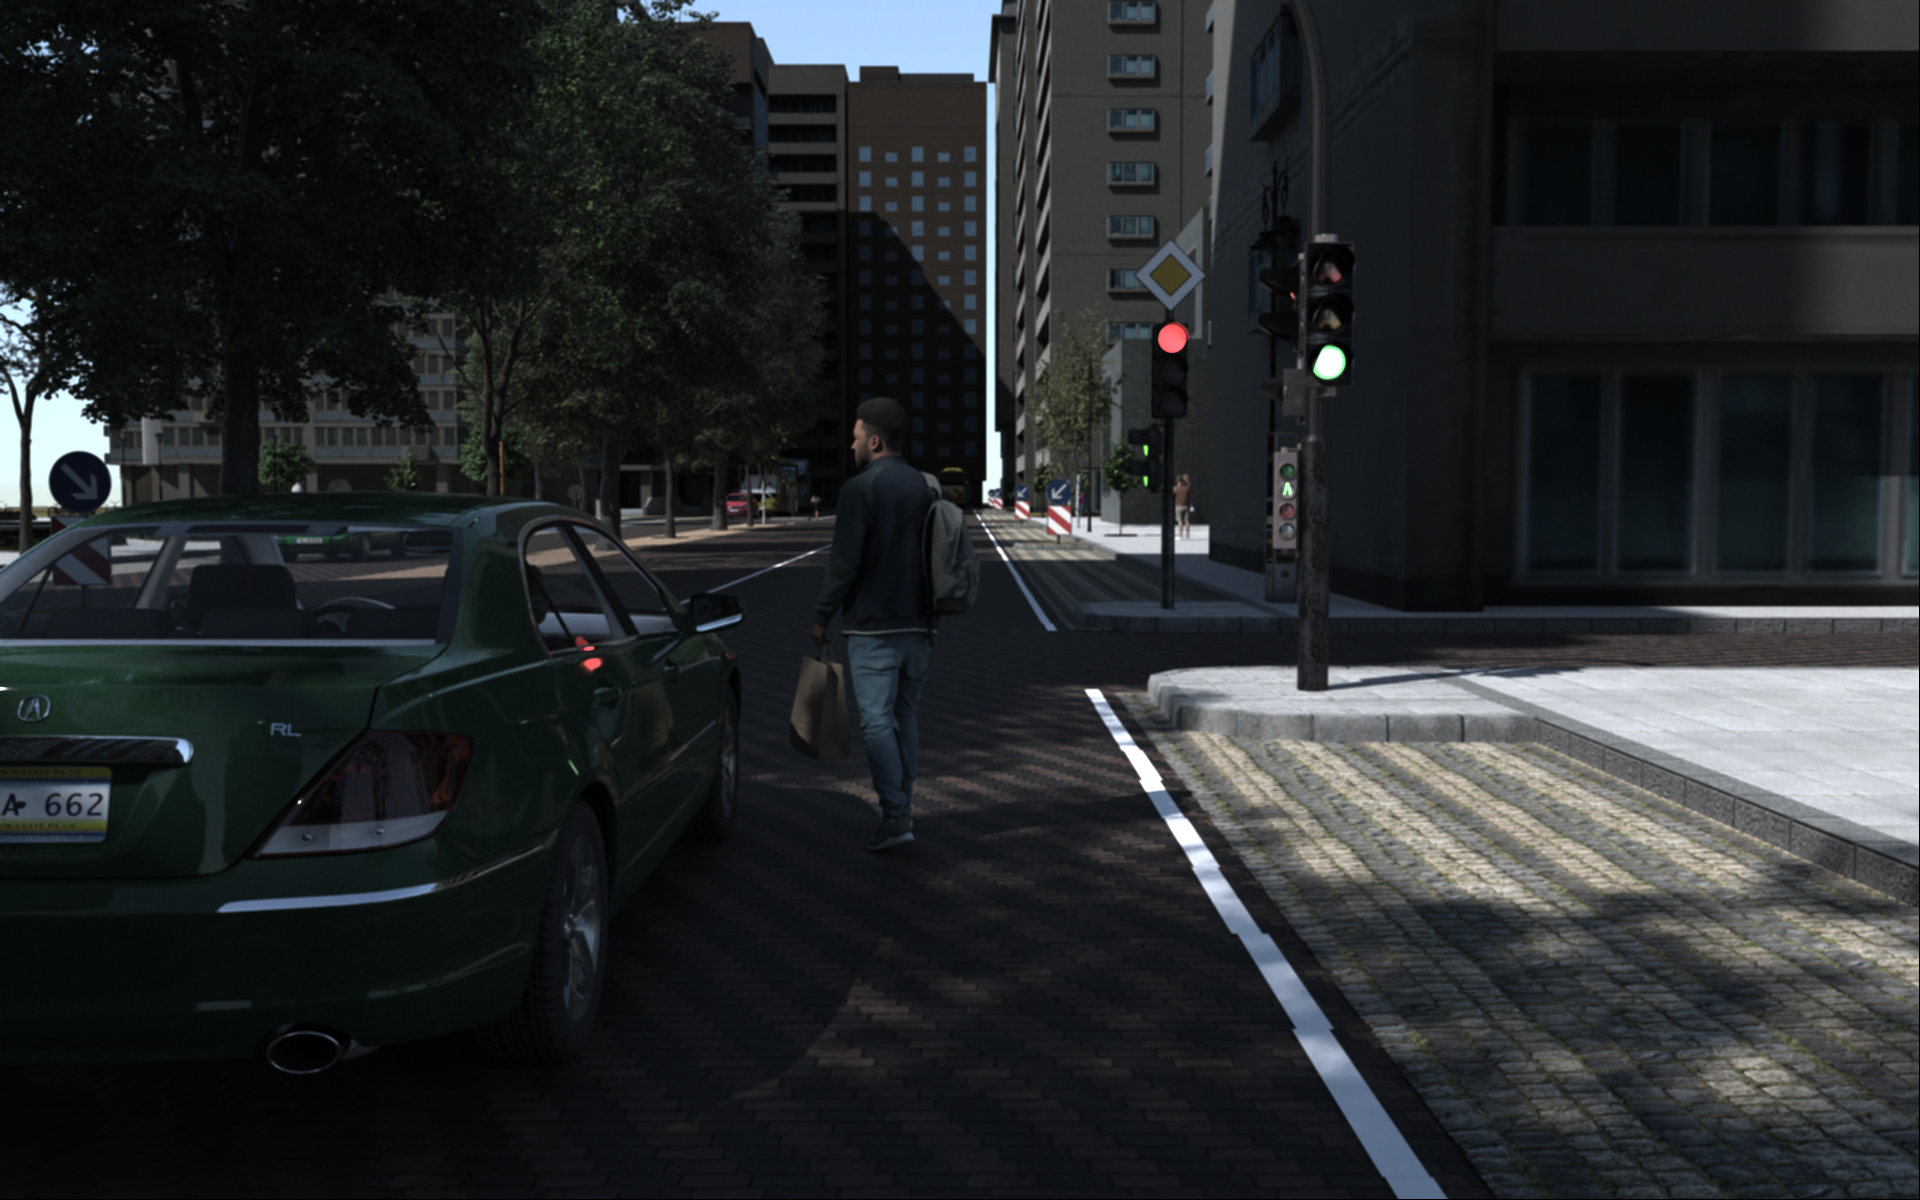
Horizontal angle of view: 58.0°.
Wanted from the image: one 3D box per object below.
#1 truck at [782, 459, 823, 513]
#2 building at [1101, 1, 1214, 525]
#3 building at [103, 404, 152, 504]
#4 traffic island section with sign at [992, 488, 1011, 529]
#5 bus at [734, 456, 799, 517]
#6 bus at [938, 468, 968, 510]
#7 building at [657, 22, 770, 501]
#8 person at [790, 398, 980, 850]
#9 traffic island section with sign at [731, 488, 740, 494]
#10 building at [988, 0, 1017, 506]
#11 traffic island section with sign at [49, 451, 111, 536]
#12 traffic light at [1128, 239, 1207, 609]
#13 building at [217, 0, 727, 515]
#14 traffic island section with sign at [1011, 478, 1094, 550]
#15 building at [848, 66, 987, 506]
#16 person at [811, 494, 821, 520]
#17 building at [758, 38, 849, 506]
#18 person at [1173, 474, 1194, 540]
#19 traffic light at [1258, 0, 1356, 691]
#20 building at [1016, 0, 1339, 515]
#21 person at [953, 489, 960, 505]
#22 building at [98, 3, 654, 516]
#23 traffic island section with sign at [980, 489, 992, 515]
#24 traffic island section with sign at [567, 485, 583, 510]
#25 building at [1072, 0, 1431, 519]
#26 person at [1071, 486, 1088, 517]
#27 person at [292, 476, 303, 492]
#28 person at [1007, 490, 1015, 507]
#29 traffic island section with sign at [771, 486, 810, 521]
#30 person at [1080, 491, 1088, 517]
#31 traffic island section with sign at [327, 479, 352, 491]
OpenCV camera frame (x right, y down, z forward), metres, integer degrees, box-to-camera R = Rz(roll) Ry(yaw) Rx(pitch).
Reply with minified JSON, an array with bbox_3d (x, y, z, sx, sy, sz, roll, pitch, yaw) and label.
[{"bbox_3d":[-12.853,-9.148,139.327,2.967,4.110,18.799,0,4,-1],"label":"truck"},{"bbox_3d":[17.841,-45.981,64.468,22.319,86.520,31.000,0,3,0],"label":"building"},{"bbox_3d":[-69.951,-31.295,161.783,14.200,45.320,14.600,0,3,0],"label":"building"},{"bbox_3d":[2.459,-3.894,72.293,1.989,1.847,2.006,0,3,0],"label":"traffic island section with sign"},{"bbox_3d":[-12.358,-7.390,112.375,2.896,3.916,12.252,0,4,1],"label":"bus"},{"bbox_3d":[-0.695,-10.512,163.409,2.896,3.916,12.252,0,4,0],"label":"bus"},{"bbox_3d":[-25.805,-31.367,162.956,14.200,45.320,14.600,0,3,0],"label":"building"},{"bbox_3d":[-0.340,0.086,7.080,0.794,1.824,0.713,-1,4,-21],"label":"person"},{"bbox_3d":[-15.756,-6.917,121.714,1.989,1.847,2.006,0,3,0],"label":"traffic island section with sign"},{"bbox_3d":[17.032,-36.826,191.348,27.495,52.752,28.713,0,3,0],"label":"building"},{"bbox_3d":[-9.342,-0.667,19.046,2.006,1.907,1.989,0,3,0],"label":"traffic island section with sign"},{"bbox_3d":[2.302,-1.855,19.247,0.839,4.253,0.868,0,3,0],"label":"traffic light"},{"bbox_3d":[-34.686,-26.900,131.691,32.217,40.220,23.993,0,3,0],"label":"building"},{"bbox_3d":[2.405,-2.204,44.666,1.989,1.847,2.006,0,3,0],"label":"traffic island section with sign"},{"bbox_3d":[-4.341,-32.709,184.896,14.200,45.320,14.600,0,3,0],"label":"building"},{"bbox_3d":[-8.108,-5.225,97.114,0.628,1.438,0.799,-1,4,-19],"label":"person"},{"bbox_3d":[-22.234,-34.541,188.438,21.600,48.544,21.300,0,3,0],"label":"building"},{"bbox_3d":[6.201,-2.570,48.034,0.573,1.828,0.580,2,4,29],"label":"person"},{"bbox_3d":[0.193,-2.230,11.125,4.771,5.953,1.251,0,3,0],"label":"traffic light"},{"bbox_3d":[15.207,-30.993,130.441,21.300,48.544,21.600,0,3,0],"label":"building"},{"bbox_3d":[-0.325,-7.984,139.000,0.705,1.831,1.348,-1,4,-23],"label":"person"},{"bbox_3d":[-34.429,-25.389,106.987,32.217,40.220,23.993,0,3,0],"label":"building"},{"bbox_3d":[2.556,-6.885,121.200,1.989,1.847,2.006,0,3,0],"label":"traffic island section with sign"},{"bbox_3d":[-15.874,-3.828,71.212,1.989,1.847,2.006,0,3,0],"label":"traffic island section with sign"},{"bbox_3d":[15.832,-29.673,108.847,21.300,48.544,21.600,0,3,0],"label":"building"},{"bbox_3d":[6.711,-5.650,98.552,1.348,1.807,0.705,0,4,-2],"label":"person"},{"bbox_3d":[-20.671,-2.936,53.892,0.795,1.843,0.661,-3,4,-36],"label":"person"},{"bbox_3d":[5.093,-10.081,171.585,1.217,1.735,0.721,3,5,40],"label":"person"},{"bbox_3d":[-9.194,-5.263,94.184,2.006,1.907,1.989,0,3,0],"label":"traffic island section with sign"},{"bbox_3d":[6.851,-5.308,96.049,0.599,1.433,0.991,3,5,44],"label":"person"},{"bbox_3d":[-15.920,-2.164,44.007,1.989,1.847,2.006,0,3,0],"label":"traffic island section with sign"}]
